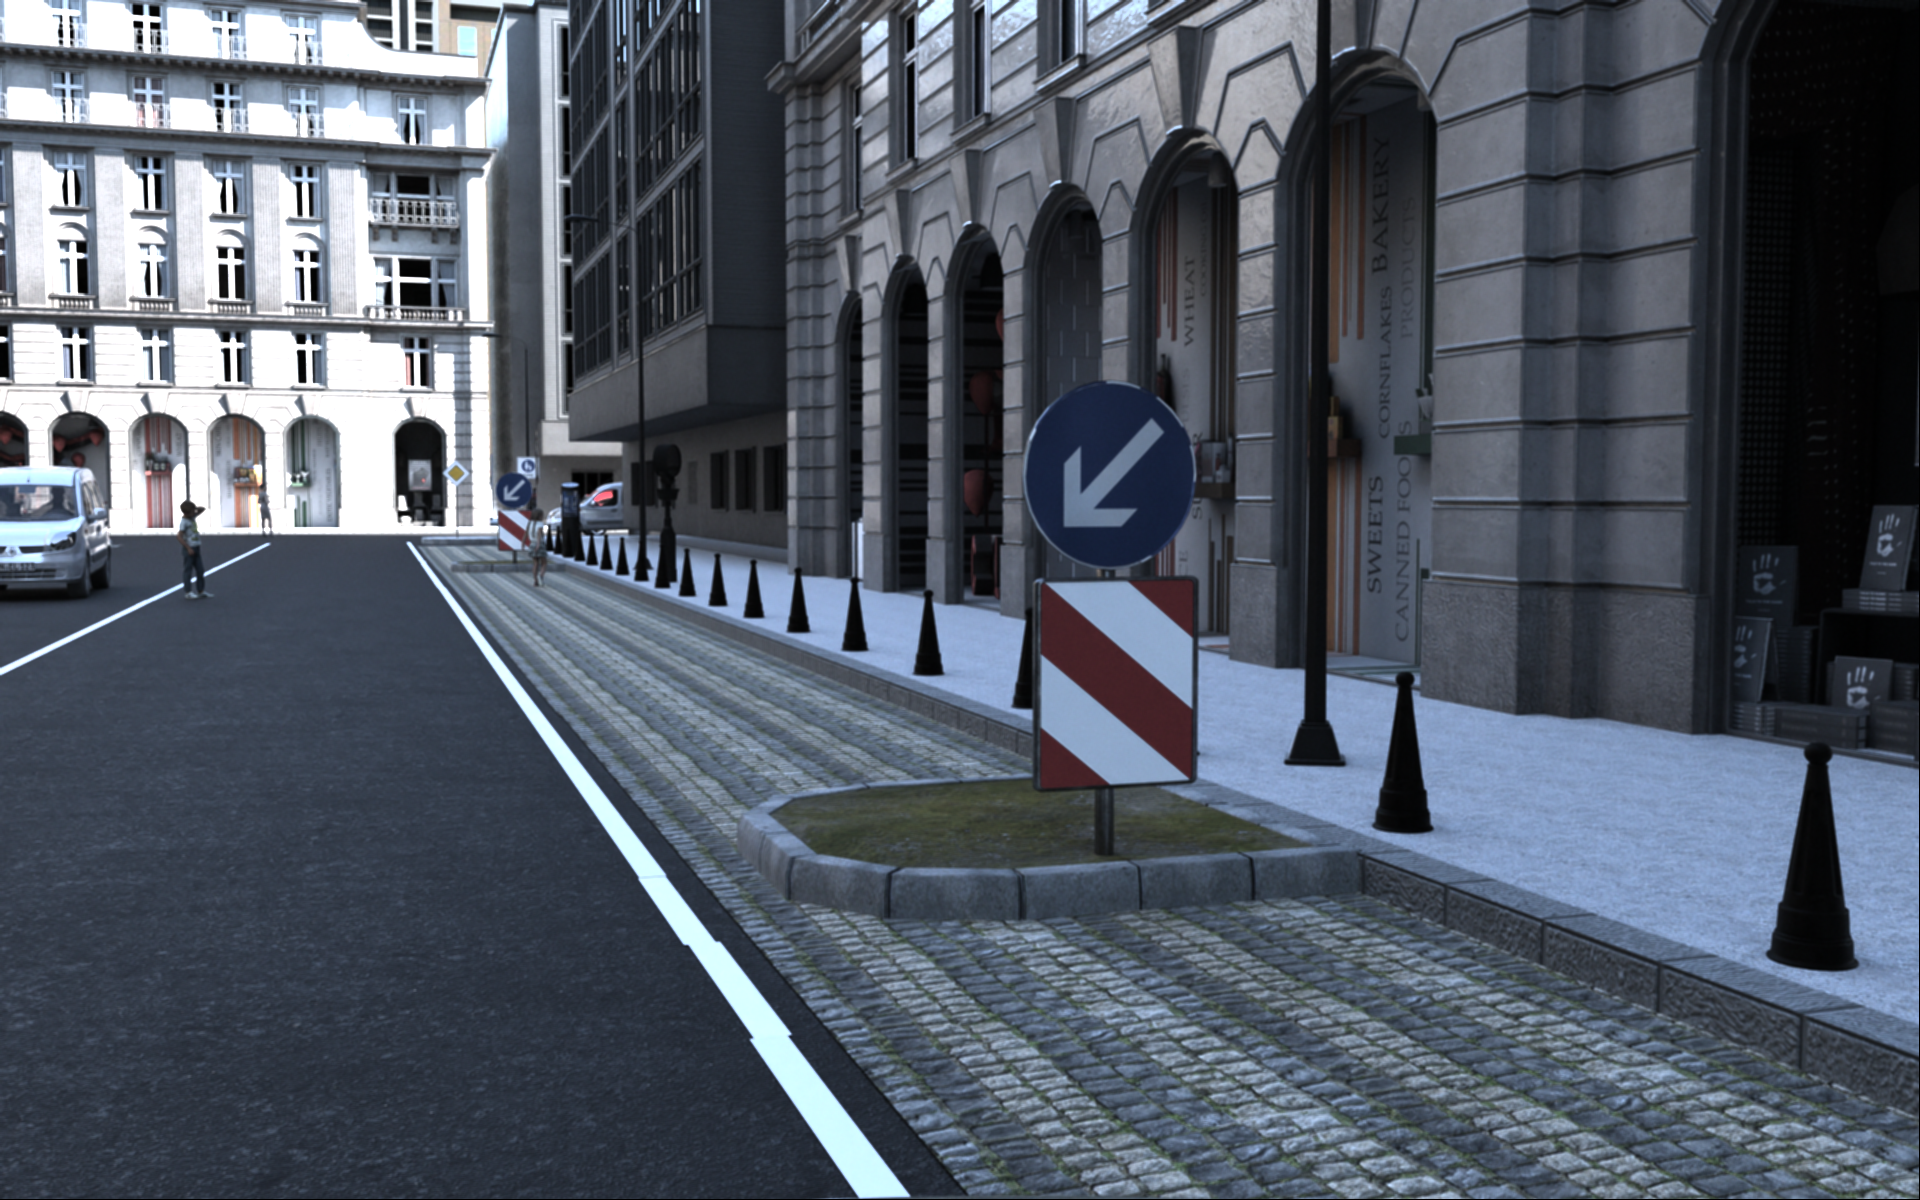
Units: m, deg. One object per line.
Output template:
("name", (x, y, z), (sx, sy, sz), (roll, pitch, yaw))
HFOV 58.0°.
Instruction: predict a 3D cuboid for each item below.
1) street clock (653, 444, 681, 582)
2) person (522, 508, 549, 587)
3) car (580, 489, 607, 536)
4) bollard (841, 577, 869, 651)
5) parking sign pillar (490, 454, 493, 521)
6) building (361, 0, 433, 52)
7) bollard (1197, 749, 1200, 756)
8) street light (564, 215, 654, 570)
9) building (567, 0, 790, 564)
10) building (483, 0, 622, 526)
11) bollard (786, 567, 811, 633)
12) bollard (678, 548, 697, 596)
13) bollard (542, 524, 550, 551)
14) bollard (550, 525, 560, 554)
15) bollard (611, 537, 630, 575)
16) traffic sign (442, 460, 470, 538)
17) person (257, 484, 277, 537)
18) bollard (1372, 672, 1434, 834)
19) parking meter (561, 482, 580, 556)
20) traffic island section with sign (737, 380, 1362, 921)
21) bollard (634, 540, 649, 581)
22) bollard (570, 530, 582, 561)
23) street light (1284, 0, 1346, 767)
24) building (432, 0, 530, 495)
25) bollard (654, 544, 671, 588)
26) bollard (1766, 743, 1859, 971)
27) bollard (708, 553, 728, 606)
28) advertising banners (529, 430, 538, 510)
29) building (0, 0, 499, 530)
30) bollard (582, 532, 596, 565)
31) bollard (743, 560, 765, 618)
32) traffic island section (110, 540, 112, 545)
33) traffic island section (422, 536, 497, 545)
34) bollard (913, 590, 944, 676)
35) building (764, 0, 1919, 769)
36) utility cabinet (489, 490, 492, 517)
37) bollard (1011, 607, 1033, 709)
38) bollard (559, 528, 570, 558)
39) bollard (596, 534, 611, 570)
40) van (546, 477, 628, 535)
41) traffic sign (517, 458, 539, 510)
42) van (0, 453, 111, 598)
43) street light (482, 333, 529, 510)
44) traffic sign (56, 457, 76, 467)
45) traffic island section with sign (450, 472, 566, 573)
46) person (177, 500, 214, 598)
("street clock", (-4.255, -1.262, 25.209), (0.358, 2.002, 0.471), (1, 4, 18))
("person", (-6.576, -0.804, 26.669), (0.505, 1.210, 0.382), (2, 4, 24))
("car", (-11.223, -3.110, 59.889), (4.494, 1.783, 2.155), (-1, 4, -20))
("bollard", (-0.863, 0.112, 14.208), (0.229, 0.601, 0.229), (0, 3, 0))
("parking sign pillar", (-22.372, -5.859, 84.267), (1.447, 3.967, 1.447), (-3, 4, -36))
("building", (-69.336, -48.210, 226.490), (20.611, 71.187, 20.563), (-1, 4, -19))
("bollard", (1.068, 0.459, 8.529), (0.229, 0.601, 0.229), (0, 3, 0))
("street light", (-5.906, -3.461, 29.130), (1.470, 5.913, 1.316), (-1, 4, -19))
("building", (-0.991, -15.139, 41.030), (14.314, 27.812, 24.014), (-1, 4, -19))
("building", (-5.195, -15.797, 77.350), (30.058, 24.678, 14.314), (-1, 4, -19))
("bollard", (-1.503, -0.003, 16.098), (0.229, 0.601, 0.229), (0, 3, 0))
("bollard", (-3.432, -0.351, 21.782), (0.229, 0.601, 0.229), (0, 3, 0))
("bollard", (-9.210, -1.395, 38.843), (0.229, 0.601, 0.229), (0, 3, 0))
("bollard", (-8.569, -1.279, 36.955), (0.229, 0.601, 0.229), (0, 3, 0))
("bollard", (-5.356, -0.699, 27.475), (0.229, 0.601, 0.229), (0, 3, 0))
("traffic sign", (-14.696, -2.870, 50.565), (0.795, 2.450, 0.064), (-1, 4, -19))
("person", (-23.085, -2.985, 57.638), (0.599, 1.781, 0.374), (2, 4, 32))
("bollard", (1.701, 0.575, 6.638), (0.229, 0.601, 0.229), (0, 3, 0))
("parking meter", (-8.074, -1.682, 35.907), (0.372, 1.533, 0.369), (0, 3, 0))
("traffic island section with sign", (0.188, 0.113, 6.773), (1.989, 1.847, 2.006), (-1, 4, -19))
("bollard", (-4.706, -0.583, 25.571), (0.229, 0.601, 0.229), (0, 3, 0))
("bollard", (-7.285, -1.048, 33.170), (0.229, 0.601, 0.229), (0, 3, 0))
("street light", (1.186, -2.166, 7.962), (1.470, 5.913, 1.316), (-1, 4, -19))
("building", (-37.106, -30.411, 147.326), (14.600, 45.320, 14.200), (-1, 4, -19))
("bollard", (-4.069, -0.467, 23.672), (0.229, 0.601, 0.229), (0, 3, 0))
("bollard", (2.346, 0.691, 4.750), (0.229, 0.601, 0.229), (0, 3, 0))
("bollard", (-2.782, -0.235, 19.888), (0.229, 0.601, 0.229), (0, 3, 0))
("advertising banners", (-11.531, -3.104, 46.935), (0.090, 3.025, 2.074), (0, 4, -8))
("building", (-30.810, -13.806, 67.526), (24.055, 21.916, 13.314), (-1, 4, -19))
("bollard", (-6.647, -0.932, 31.273), (0.229, 0.601, 0.229), (0, 3, 0))
("bollard", (-2.144, -0.120, 17.996), (0.229, 0.601, 0.229), (0, 3, 0))
("traffic island section", (-24.426, -1.534, 47.362), (2.009, 0.180, 2.903), (-1, 4, -19))
("traffic island section", (-14.676, -1.735, 50.649), (2.009, 0.180, 2.903), (-1, 4, -19))
("bollard", (-0.224, 0.228, 12.318), (0.229, 0.601, 0.229), (0, 3, 0))
("building", (6.510, -10.773, 17.935), (13.314, 21.916, 24.055), (-1, 4, -19))
("utility cabinet", (-26.137, -5.313, 95.547), (0.318, 1.500, 1.173), (-2, 4, -28))
("bollard", (0.423, 0.343, 10.425), (0.229, 0.601, 0.229), (0, 3, 0))
("bollard", (-7.929, -1.163, 35.061), (0.229, 0.601, 0.229), (0, 3, 0))
("bollard", (-6.003, -0.816, 29.385), (0.229, 0.601, 0.229), (0, 3, 0))
("van", (-11.474, -3.045, 56.803), (4.112, 2.044, 2.013), (-1, 4, -17))
("traffic sign", (-11.959, -2.807, 48.027), (0.606, 2.300, 0.079), (-1, 4, -12))
("van", (-13.278, -1.090, 24.836), (2.013, 2.044, 4.112), (-1, 4, -20))
("street light", (-13.108, -4.754, 50.262), (1.470, 5.913, 1.316), (-1, 4, -19))
("traffic sign", (-24.406, -2.671, 47.307), (0.795, 2.450, 0.064), (-1, 4, -19))
("traffic island section with sign", (-8.474, -1.448, 32.304), (1.989, 1.847, 2.006), (-1, 4, -19))
("person", (-10.527, -0.699, 23.837), (0.340, 1.345, 0.435), (0, 4, -3))
